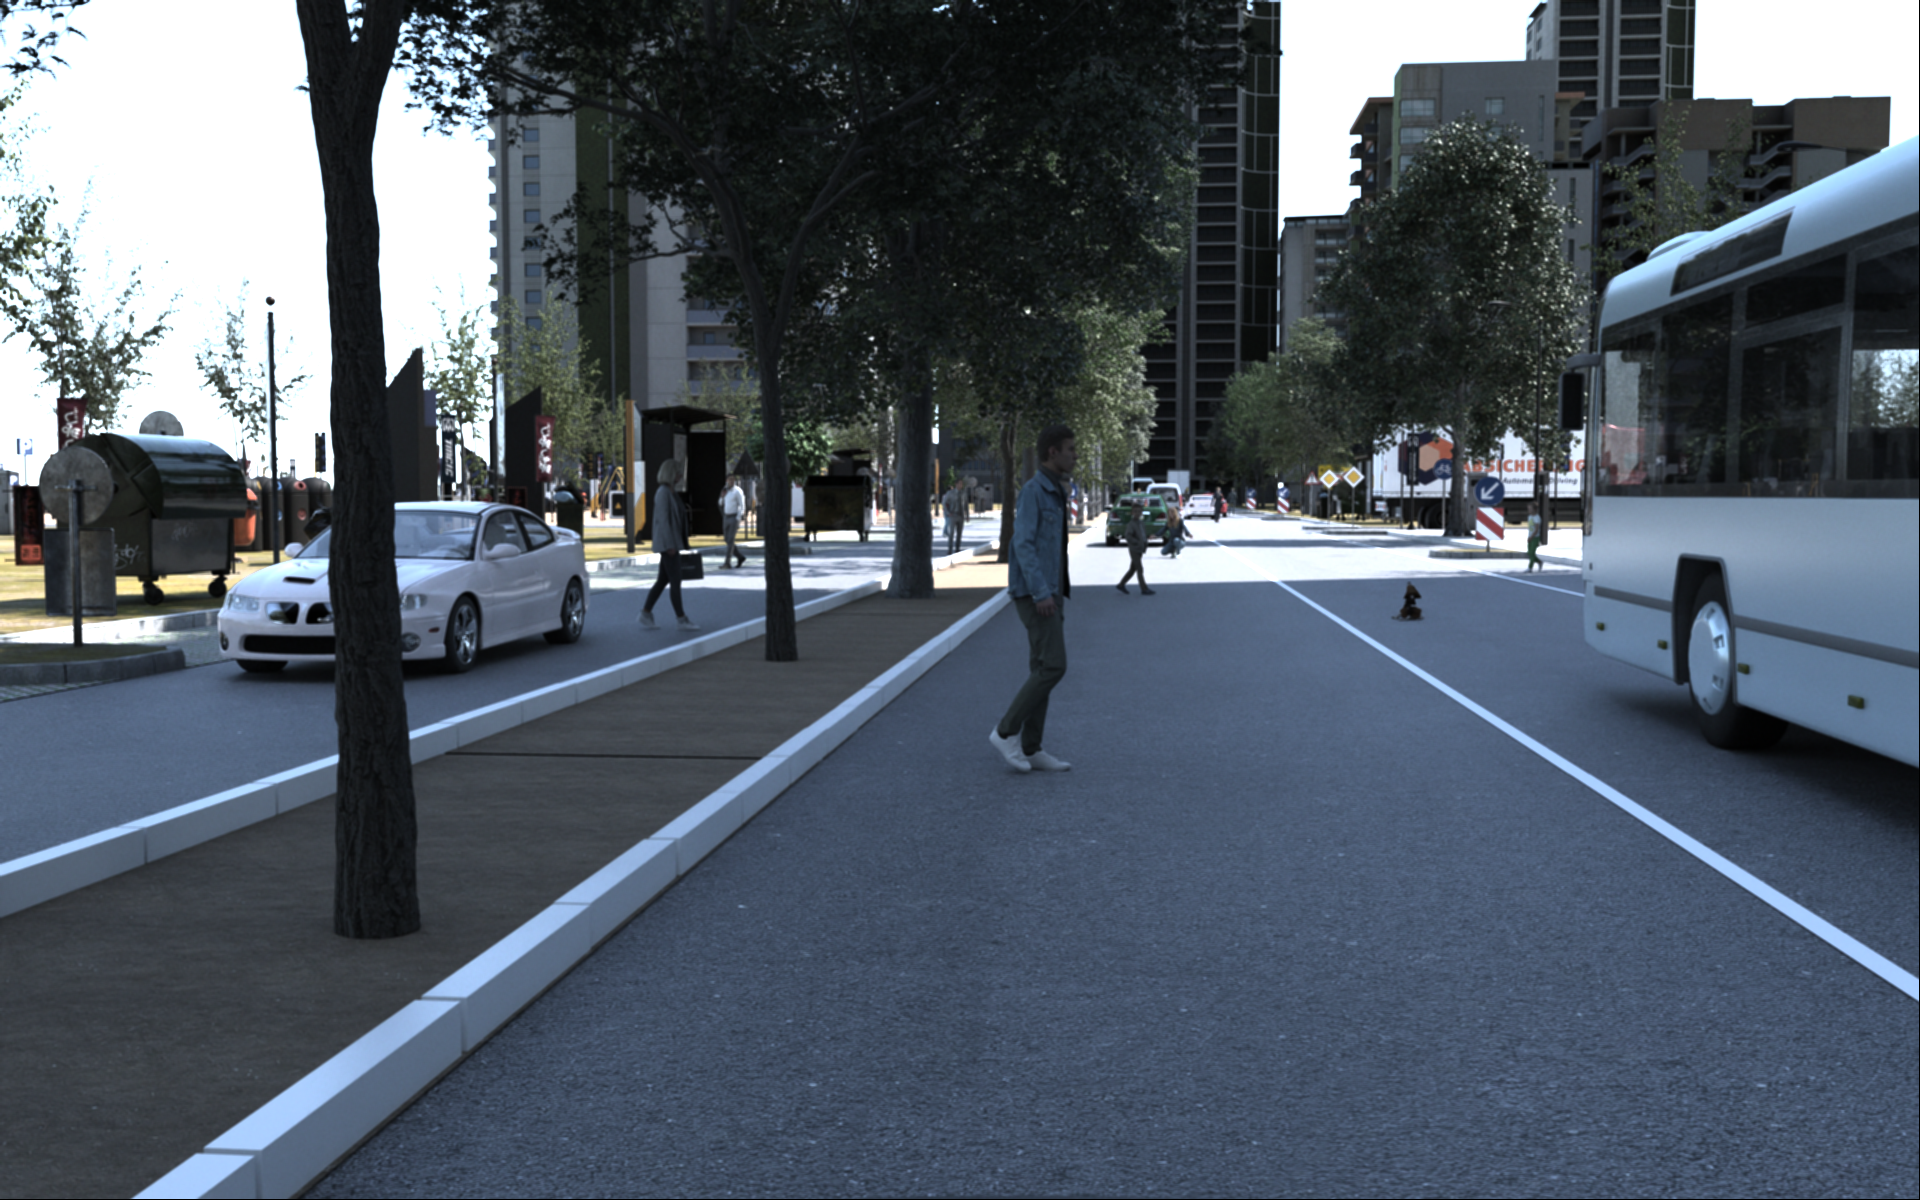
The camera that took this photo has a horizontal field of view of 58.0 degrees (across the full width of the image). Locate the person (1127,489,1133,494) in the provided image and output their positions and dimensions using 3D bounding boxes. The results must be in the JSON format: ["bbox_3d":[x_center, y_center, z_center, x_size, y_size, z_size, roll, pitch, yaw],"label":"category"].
[{"bbox_3d":[12.903,-7.452,130.439,0.767,1.812,0.694,-3,4,-38],"label":"person"}]

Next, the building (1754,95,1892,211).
[{"bbox_3d":[92.133,-33.159,192.256,14.200,45.320,14.600,0,4,6],"label":"building"}]

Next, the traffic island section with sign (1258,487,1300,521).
[{"bbox_3d":[17.412,-5.235,94.217,1.989,1.847,2.006,0,4,6],"label":"traffic island section with sign"}]

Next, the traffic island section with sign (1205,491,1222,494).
[{"bbox_3d":[25.428,-9.958,171.443,1.989,1.847,2.006,0,4,6],"label":"traffic island section with sign"}]

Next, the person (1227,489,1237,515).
[{"bbox_3d":[18.190,-6.556,115.863,0.661,1.801,0.590,0,4,0],"label":"person"}]

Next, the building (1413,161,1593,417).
[{"bbox_3d":[46.995,-23.350,153.466,14.160,30.474,14.107,0,4,6],"label":"building"}]

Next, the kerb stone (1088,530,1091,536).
[{"bbox_3d":[4.130,-2.121,56.877,0.120,0.150,1.000,0,4,6],"label":"kerb stone"}]

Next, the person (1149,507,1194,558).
[{"bbox_3d":[4.834,-1.514,38.745,1.012,1.151,0.738,3,4,36],"label":"person"}]

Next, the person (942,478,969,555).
[{"bbox_3d":[-0.082,-1.992,41.173,0.635,1.810,0.391,-2,4,-31],"label":"person"}]

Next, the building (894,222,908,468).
[{"bbox_3d":[-15.053,-46.531,199.038,20.611,71.187,20.563,0,4,6],"label":"building"}]

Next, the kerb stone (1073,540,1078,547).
[{"bbox_3d":[2.966,-1.435,45.664,0.120,0.150,1.000,0,4,6],"label":"kerb stone"}]

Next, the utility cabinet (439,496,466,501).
[{"bbox_3d":[-18.741,-3.226,63.901,1.020,1.237,0.306,-3,5,-43],"label":"utility cabinet"}]

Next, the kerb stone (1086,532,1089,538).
[{"bbox_3d":[3.922,-1.995,54.835,0.120,0.150,1.000,0,4,6],"label":"kerb stone"}]

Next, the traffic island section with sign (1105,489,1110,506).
[{"bbox_3d":[12.255,-8.384,145.219,2.006,1.907,1.989,0,4,6],"label":"traffic island section with sign"}]

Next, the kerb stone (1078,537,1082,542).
[{"bbox_3d":[3.283,-1.618,48.721,0.120,0.150,1.000,0,4,6],"label":"kerb stone"}]

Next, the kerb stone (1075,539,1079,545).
[{"bbox_3d":[3.074,-1.498,46.681,0.120,0.150,1.000,0,4,6],"label":"kerb stone"}]

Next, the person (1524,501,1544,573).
[{"bbox_3d":[10.526,-1.160,31.718,0.590,1.304,0.306,-2,4,-35],"label":"person"}]

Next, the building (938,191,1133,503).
[{"bbox_3d":[11.184,-43.479,252.881,28.212,58.520,21.231,0,4,6],"label":"building"}]

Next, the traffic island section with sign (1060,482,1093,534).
[{"bbox_3d":[3.732,-3.362,63.113,2.006,1.907,1.989,0,4,6],"label":"traffic island section with sign"}]

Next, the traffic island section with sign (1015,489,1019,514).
[{"bbox_3d":[3.914,-6.978,122.721,1.989,1.847,2.006,0,4,6],"label":"traffic island section with sign"}]

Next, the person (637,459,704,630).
[{"bbox_3d":[-3.074,-0.593,18.372,0.728,1.800,0.709,0,4,8],"label":"person"}]

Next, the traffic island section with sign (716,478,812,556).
[{"bbox_3d":[-4.580,-1.979,40.980,1.989,1.847,2.006,0,4,6],"label":"traffic island section with sign"}]

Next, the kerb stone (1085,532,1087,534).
[{"bbox_3d":[3.806,-1.934,53.819,0.120,0.150,1.000,0,4,6],"label":"kerb stone"}]

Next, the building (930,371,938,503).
[{"bbox_3d":[-16.080,-41.036,260.173,27.495,52.752,28.713,0,4,6],"label":"building"}]

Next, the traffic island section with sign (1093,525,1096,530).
[{"bbox_3d":[4.506,-3.813,70.480,2.006,1.907,1.989,0,4,6],"label":"traffic island section with sign"}]

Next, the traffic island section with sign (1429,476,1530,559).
[{"bbox_3d":[11.702,-1.866,39.145,1.989,1.847,2.006,0,4,6],"label":"traffic island section with sign"}]

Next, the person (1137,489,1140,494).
[{"bbox_3d":[10.436,-5.545,99.838,0.731,1.740,0.598,0,4,-6],"label":"person"}]

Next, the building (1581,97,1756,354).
[{"bbox_3d":[77.961,-33.220,193.253,14.200,45.320,14.600,0,4,6],"label":"building"}]

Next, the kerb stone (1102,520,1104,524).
[{"bbox_3d":[6.300,-3.405,77.874,0.120,0.150,1.000,0,4,6],"label":"kerb stone"}]

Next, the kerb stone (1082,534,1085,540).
[{"bbox_3d":[3.599,-1.810,51.786,0.120,0.150,1.000,0,4,6],"label":"kerb stone"}]

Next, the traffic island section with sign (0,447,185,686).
[{"bbox_3d":[-7.390,-0.317,13.803,1.989,1.847,2.006,0,4,6],"label":"traffic island section with sign"}]

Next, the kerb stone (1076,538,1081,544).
[{"bbox_3d":[3.177,-1.558,47.701,0.120,0.150,1.000,0,4,6],"label":"kerb stone"}]

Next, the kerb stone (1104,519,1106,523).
[{"bbox_3d":[6.624,-3.590,80.926,0.120,0.150,1.000,0,4,6],"label":"kerb stone"}]

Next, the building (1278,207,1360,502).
[{"bbox_3d":[52.728,-34.413,246.238,14.086,41.232,14.154,0,4,6],"label":"building"}]

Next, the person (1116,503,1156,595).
[{"bbox_3d":[2.520,-0.730,24.703,0.640,1.303,0.475,2,4,25],"label":"person"}]

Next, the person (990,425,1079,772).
[{"bbox_3d":[0.388,-0.004,8.914,0.444,1.785,0.601,1,4,22],"label":"person"}]

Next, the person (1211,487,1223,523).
[{"bbox_3d":[12.807,-4.739,86.399,0.534,1.772,0.576,3,5,42],"label":"person"}]

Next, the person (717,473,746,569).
[{"bbox_3d":[-4.407,-1.511,33.310,0.679,1.850,0.850,2,4,34],"label":"person"}]

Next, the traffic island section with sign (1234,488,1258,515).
[{"bbox_3d":[20.200,-6.875,121.028,1.989,1.847,2.006,0,4,6],"label":"traffic island section with sign"}]

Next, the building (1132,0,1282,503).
[{"bbox_3d":[35.433,-49.629,249.680,20.611,71.187,20.563,0,4,6],"label":"building"}]

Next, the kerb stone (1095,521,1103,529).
[{"bbox_3d":[6.094,-3.281,75.837,0.120,0.150,1.000,0,4,6],"label":"kerb stone"}]

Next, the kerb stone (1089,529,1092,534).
[{"bbox_3d":[4.342,-2.246,58.910,0.120,0.150,1.000,0,4,6],"label":"kerb stone"}]

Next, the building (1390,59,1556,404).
[{"bbox_3d":[48.515,-29.591,167.399,14.154,41.232,14.086,0,4,6],"label":"building"}]

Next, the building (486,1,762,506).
[{"bbox_3d":[-39.476,-40.410,202.700,28.212,58.520,21.231,0,4,6],"label":"building"}]

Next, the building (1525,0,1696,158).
[{"bbox_3d":[91.893,-49.310,244.473,20.611,71.187,20.563,0,4,6],"label":"building"}]

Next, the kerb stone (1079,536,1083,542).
[{"bbox_3d":[3.388,-1.685,49.740,0.120,0.150,1.000,0,4,6],"label":"kerb stone"}]

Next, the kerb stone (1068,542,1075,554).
[{"bbox_3d":[2.755,-1.305,43.626,0.120,0.150,1.000,0,4,6],"label":"kerb stone"}]

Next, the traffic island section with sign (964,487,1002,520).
[{"bbox_3d":[1.123,-5.338,95.911,1.989,1.847,2.006,0,4,6],"label":"traffic island section with sign"}]

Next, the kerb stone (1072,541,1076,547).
[{"bbox_3d":[2.853,-1.370,44.643,0.120,0.150,1.000,0,4,6],"label":"kerb stone"}]

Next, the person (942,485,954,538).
[{"bbox_3d":[-0.410,-2.912,56.952,0.643,1.720,0.563,-2,4,-33],"label":"person"}]

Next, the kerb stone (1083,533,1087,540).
[{"bbox_3d":[3.710,-1.872,52.802,0.120,0.150,1.000,0,4,6],"label":"kerb stone"}]

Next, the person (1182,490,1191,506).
[{"bbox_3d":[21.227,-9.433,162.732,1.348,1.823,0.705,1,4,11],"label":"person"}]

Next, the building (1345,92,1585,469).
[{"bbox_3d":[53.957,-32.639,188.279,22.147,44.769,28.867,0,4,6],"label":"building"}]

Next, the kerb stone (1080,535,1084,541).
[{"bbox_3d":[3.494,-1.742,50.765,0.120,0.150,1.000,0,4,6],"label":"kerb stone"}]

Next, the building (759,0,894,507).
[{"bbox_3d":[-18.617,-37.911,161.844,21.231,58.520,28.212,0,4,6],"label":"building"}]
